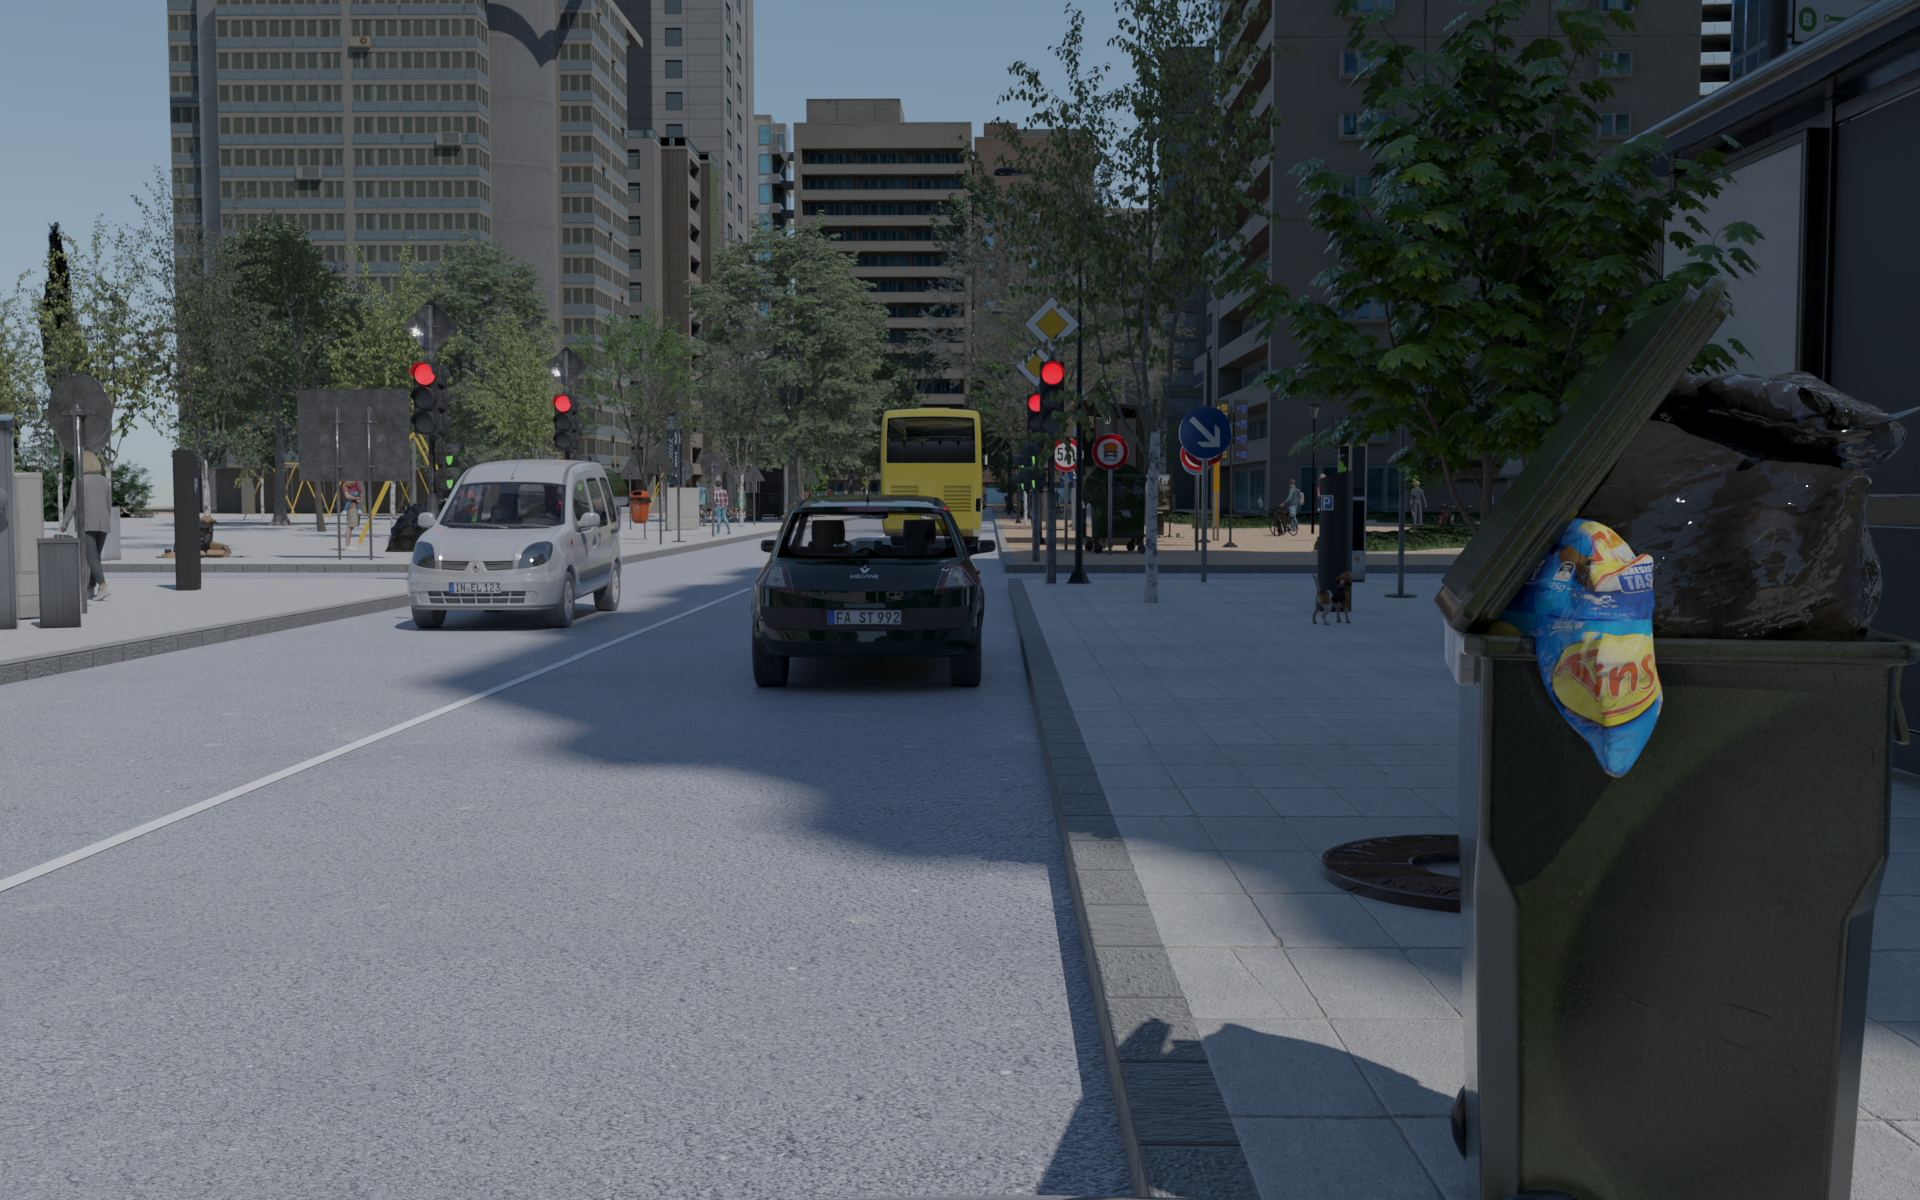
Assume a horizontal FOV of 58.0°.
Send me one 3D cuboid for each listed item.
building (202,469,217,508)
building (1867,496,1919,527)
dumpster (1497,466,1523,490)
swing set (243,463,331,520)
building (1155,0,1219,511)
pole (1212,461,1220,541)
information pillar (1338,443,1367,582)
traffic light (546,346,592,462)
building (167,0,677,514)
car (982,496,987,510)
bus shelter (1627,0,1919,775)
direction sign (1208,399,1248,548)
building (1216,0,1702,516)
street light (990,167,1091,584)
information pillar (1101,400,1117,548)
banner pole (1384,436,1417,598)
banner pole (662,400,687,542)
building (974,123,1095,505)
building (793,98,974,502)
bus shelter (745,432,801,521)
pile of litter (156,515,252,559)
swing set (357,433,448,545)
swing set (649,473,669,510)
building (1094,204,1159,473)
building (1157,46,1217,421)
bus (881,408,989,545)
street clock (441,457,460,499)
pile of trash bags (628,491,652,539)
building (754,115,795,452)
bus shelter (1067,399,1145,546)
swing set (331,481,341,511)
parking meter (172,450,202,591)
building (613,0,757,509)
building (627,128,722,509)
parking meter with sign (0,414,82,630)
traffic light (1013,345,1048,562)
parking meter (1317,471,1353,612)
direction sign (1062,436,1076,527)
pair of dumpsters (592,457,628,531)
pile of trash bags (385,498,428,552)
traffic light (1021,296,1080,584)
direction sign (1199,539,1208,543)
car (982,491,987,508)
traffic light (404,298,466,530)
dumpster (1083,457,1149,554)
[{"bbox_3d":[-62.271,-29.344,163.366,14.086,41.232,14.154,0,4,1],"label":"building"},{"bbox_3d":[39.948,-45.375,54.556,31.000,86.520,22.319,0,4,1],"label":"building"},{"bbox_3d":[5.617,-0.581,15.254,1.264,1.857,1.865,0,4,1],"label":"dumpster"},{"bbox_3d":[-33.818,-5.457,86.837,2.862,2.851,3.119,0,4,7],"label":"swing set"},{"bbox_3d":[28.325,-50.431,137.210,22.319,86.520,31.000,0,4,1],"label":"building"},{"bbox_3d":[7.055,-3.294,47.699,0.158,3.312,0.155,0,3,0],"label":"pole"},{"bbox_3d":[5.707,-1.268,25.228,0.304,2.012,0.304,-2,4,-23],"label":"information pillar"},{"bbox_3d":[-7.438,-2.688,32.867,0.839,4.253,0.868,0,4,1],"label":"traffic light"},{"bbox_3d":[-36.570,-26.236,120.832,32.217,40.220,23.993,0,4,1],"label":"building"},{"bbox_3d":[1.410,-9.347,161.856,2.155,1.783,4.494,0,3,0],"label":"car"},{"bbox_3d":[4.911,-1.899,8.682,2.179,5.291,8.768,0,4,1],"label":"bus shelter"},{"bbox_3d":[6.510,-3.035,41.622,0.876,3.537,0.379,-1,4,-22],"label":"direction sign"},{"bbox_3d":[26.386,-28.889,96.042,21.300,48.544,21.600,0,4,1],"label":"building"},{"bbox_3d":[1.167,-3.193,24.741,1.470,5.913,1.316,0,4,1],"label":"street light"},{"bbox_3d":[3.563,-3.072,41.588,0.504,3.616,0.183,-3,5,-40],"label":"information pillar"},{"bbox_3d":[5.537,-1.935,21.662,0.401,3.779,0.863,1,4,13],"label":"banner pole"},{"bbox_3d":[-7.676,-3.454,46.493,0.401,3.779,0.863,-3,4,-38],"label":"banner pole"},{"bbox_3d":[8.885,-34.370,212.055,14.200,45.320,14.600,0,4,1],"label":"building"},{"bbox_3d":[-8.953,-36.215,215.824,21.600,48.544,21.300,0,4,1],"label":"building"},{"bbox_3d":[-9.529,-6.669,86.671,2.179,5.291,8.768,0,4,1],"label":"bus shelter"},{"bbox_3d":[-15.262,-1.284,34.951,1.719,0.858,1.176,0,4,-3],"label":"pile of litter"},{"bbox_3d":[-14.196,-2.903,45.092,2.862,2.851,3.119,-1,4,-20],"label":"swing set"},{"bbox_3d":[-17.835,-6.625,105.940,2.862,2.851,3.119,0,4,-6],"label":"swing set"},{"bbox_3d":[28.139,-32.393,221.513,23.993,40.220,32.217,0,4,1],"label":"building"},{"bbox_3d":[25.391,-29.264,162.055,14.154,41.232,14.086,0,4,1],"label":"building"},{"bbox_3d":[-0.630,-3.535,49.341,2.896,3.916,12.252,0,4,1],"label":"bus"},{"bbox_3d":[-9.492,-1.695,32.279,0.358,2.002,0.471,-2,4,-32],"label":"street clock"},{"bbox_3d":[-10.350,-2.425,49.397,3.447,1.369,1.912,1,4,19],"label":"pile of trash bags"},{"bbox_3d":[-35.248,-36.560,217.372,30.456,49.044,23.786,0,4,1],"label":"building"},{"bbox_3d":[3.839,-3.338,45.866,1.731,3.624,6.357,0,4,1],"label":"bus shelter"},{"bbox_3d":[-33.750,-5.825,92.853,3.119,2.851,2.862,2,4,27],"label":"swing set"},{"bbox_3d":[-10.316,-1.064,23.115,0.255,1.863,0.399,-1,4,-12],"label":"parking meter"},{"bbox_3d":[-30.239,-44.080,158.964,20.611,71.187,20.563,0,4,1],"label":"building"},{"bbox_3d":[-27.463,-22.537,140.181,14.160,30.474,14.107,0,4,1],"label":"building"},{"bbox_3d":[-9.304,-1.228,16.345,1.738,3.016,0.543,-2,4,-25],"label":"parking meter with sign"},{"bbox_3d":[1.422,-2.680,32.736,0.839,4.253,0.868,0,4,1],"label":"traffic light"},{"bbox_3d":[4.104,-0.645,18.955,0.372,1.533,0.369,0,3,0],"label":"parking meter"},{"bbox_3d":[4.404,-4.639,67.847,0.876,3.537,0.379,1,4,19],"label":"direction sign"},{"bbox_3d":[-9.752,-2.579,44.667,1.574,2.255,4.437,0,4,1],"label":"pair of dumpsters"},{"bbox_3d":[-11.787,-1.839,39.828,1.912,1.369,3.447,0,4,4],"label":"pile of trash bags"},{"bbox_3d":[1.290,-2.192,24.752,0.839,4.253,0.868,0,4,1],"label":"traffic light"},{"bbox_3d":[6.438,-3.276,45.558,0.379,3.537,0.876,1,4,21],"label":"direction sign"},{"bbox_3d":[1.707,-10.561,181.348,2.281,1.827,5.304,0,4,-1],"label":"car"},{"bbox_3d":[-7.571,-2.200,24.883,0.839,4.253,0.868,0,4,1],"label":"traffic light"},{"bbox_3d":[3.383,-2.167,37.929,1.502,2.255,1.985,0,4,1],"label":"dumpster"}]
